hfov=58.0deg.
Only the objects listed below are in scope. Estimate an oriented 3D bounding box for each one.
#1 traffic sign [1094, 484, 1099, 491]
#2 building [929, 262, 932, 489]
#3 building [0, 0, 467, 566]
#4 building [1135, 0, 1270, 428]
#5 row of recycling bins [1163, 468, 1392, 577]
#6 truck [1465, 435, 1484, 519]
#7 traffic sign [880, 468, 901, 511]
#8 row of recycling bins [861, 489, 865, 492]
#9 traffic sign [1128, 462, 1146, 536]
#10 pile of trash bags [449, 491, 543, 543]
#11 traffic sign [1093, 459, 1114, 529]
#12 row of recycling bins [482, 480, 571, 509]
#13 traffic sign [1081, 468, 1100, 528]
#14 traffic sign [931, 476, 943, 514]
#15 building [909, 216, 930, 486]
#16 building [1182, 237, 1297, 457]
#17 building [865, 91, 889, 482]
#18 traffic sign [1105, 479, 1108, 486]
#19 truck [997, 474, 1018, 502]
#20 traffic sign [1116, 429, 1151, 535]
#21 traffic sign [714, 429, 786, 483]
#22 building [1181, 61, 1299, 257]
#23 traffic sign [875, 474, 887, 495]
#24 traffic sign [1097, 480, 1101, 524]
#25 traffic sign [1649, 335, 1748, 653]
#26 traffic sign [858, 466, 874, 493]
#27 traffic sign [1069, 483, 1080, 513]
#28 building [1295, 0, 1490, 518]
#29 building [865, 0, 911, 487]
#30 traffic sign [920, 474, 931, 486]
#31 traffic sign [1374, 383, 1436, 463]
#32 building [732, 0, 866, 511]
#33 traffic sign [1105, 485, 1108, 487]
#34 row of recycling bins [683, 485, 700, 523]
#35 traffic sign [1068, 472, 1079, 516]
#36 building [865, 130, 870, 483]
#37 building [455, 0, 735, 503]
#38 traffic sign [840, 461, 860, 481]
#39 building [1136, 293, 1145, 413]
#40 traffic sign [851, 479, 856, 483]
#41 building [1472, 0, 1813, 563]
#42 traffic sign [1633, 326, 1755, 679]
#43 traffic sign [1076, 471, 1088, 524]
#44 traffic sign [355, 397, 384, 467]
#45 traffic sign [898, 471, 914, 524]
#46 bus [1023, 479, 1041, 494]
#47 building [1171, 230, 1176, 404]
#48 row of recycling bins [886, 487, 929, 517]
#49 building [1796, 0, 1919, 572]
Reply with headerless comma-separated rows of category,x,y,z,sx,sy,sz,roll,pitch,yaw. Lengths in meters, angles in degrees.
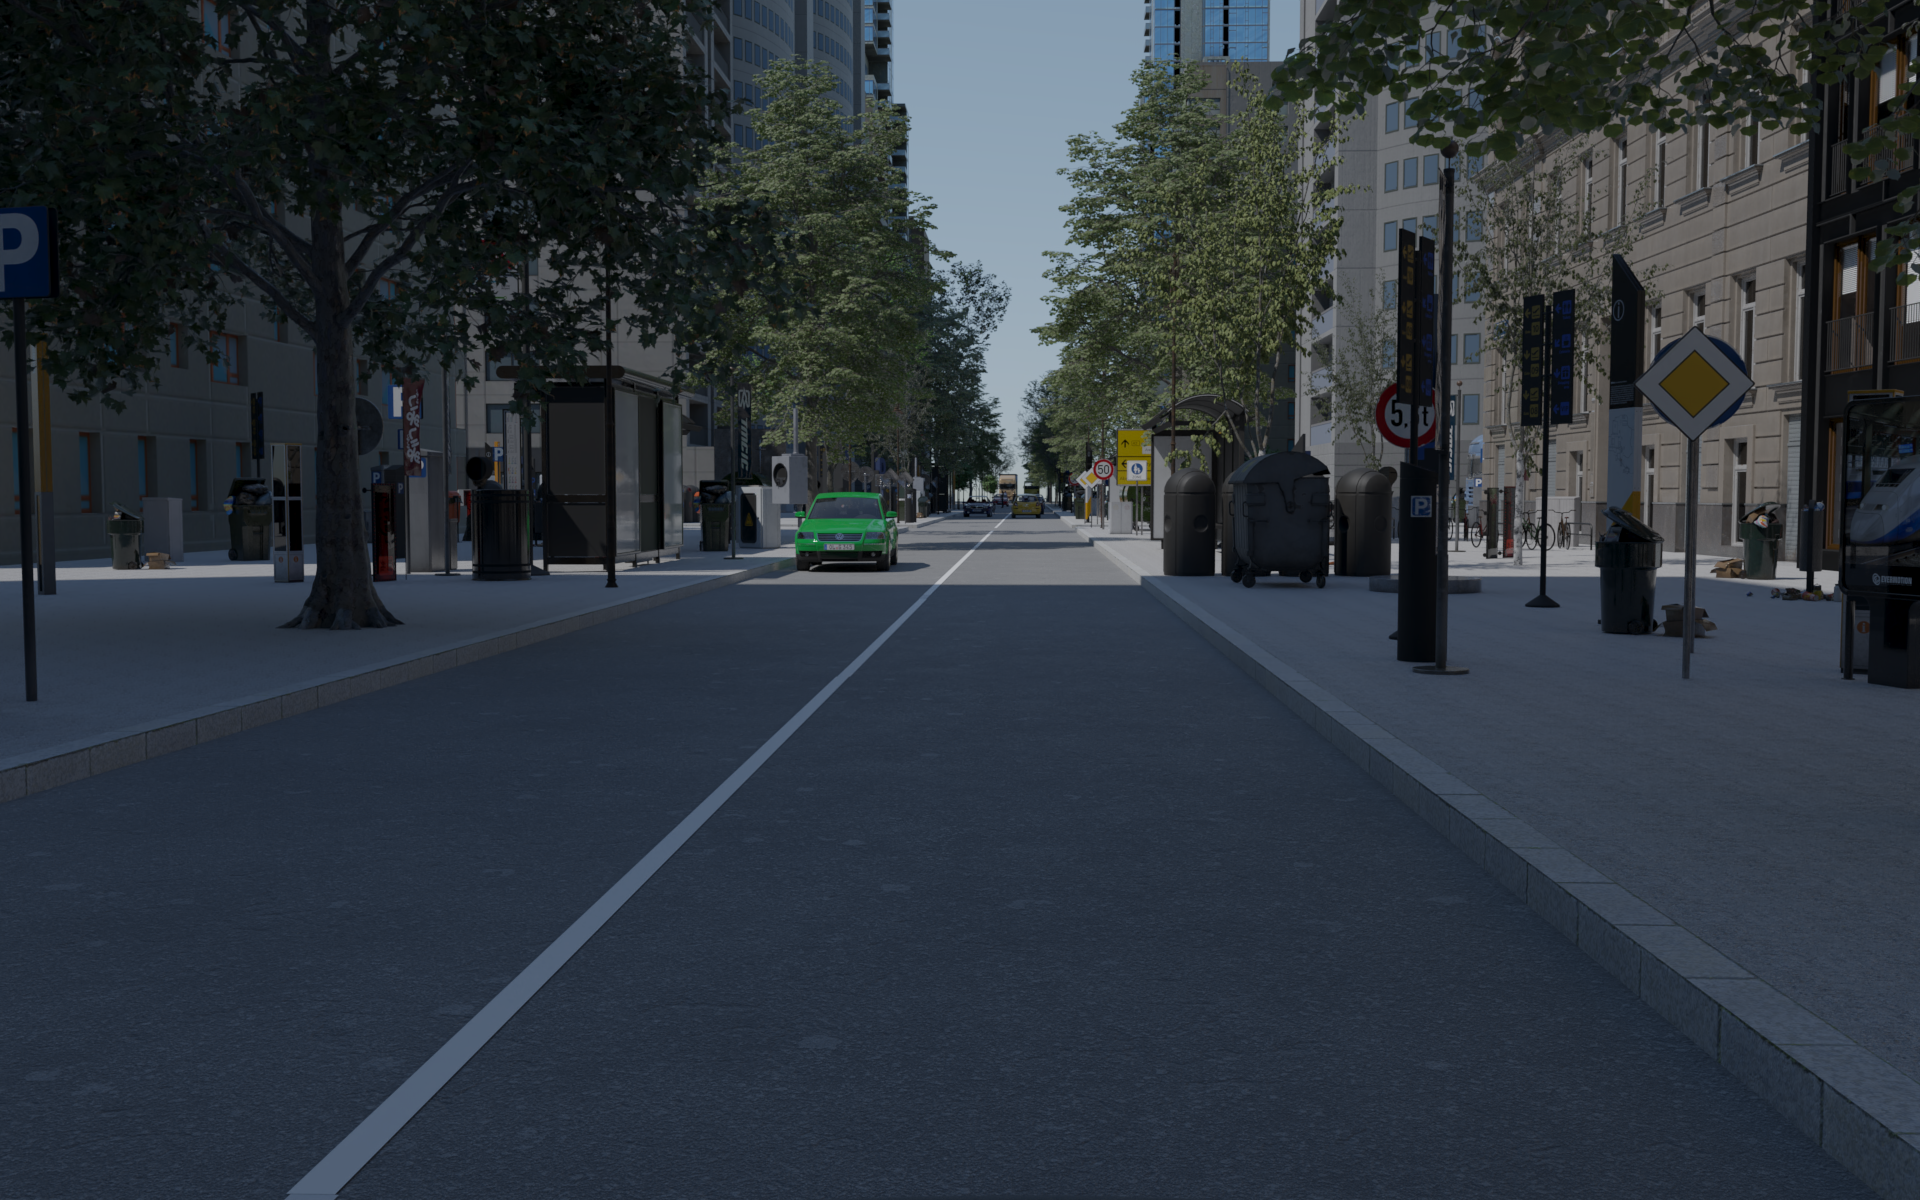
traffic sign,9.585,-7.500,122.726,0.768,2.556,0.104,0,4,8
building,-12.254,-37.495,296.628,14.154,41.232,14.086,0,4,2
building,-31.127,-12.097,42.829,28.899,21.520,27.650,0,4,2
building,36.056,-58.338,266.501,22.319,86.520,31.000,0,4,2
row of recycling bins,4.978,-1.228,27.193,3.534,1.692,1.069,0,4,3
truck,29.287,-4.870,69.381,18.799,4.110,2.967,0,4,4
traffic sign,-2.670,-3.836,66.360,0.795,2.450,0.064,0,4,2
row of recycling bins,-6.545,-8.316,143.084,3.534,1.692,1.069,-1,4,-20
traffic sign,5.465,-3.141,53.490,0.606,2.300,0.079,1,4,12
pile of trash bags,-12.777,-2.287,47.146,1.912,1.369,3.447,2,4,30
traffic sign,5.193,-3.827,62.684,0.768,2.556,0.104,1,4,9
row of recycling bins,-12.389,-2.670,50.769,3.534,1.692,1.069,0,4,-3
traffic sign,5.017,-3.816,66.029,0.795,2.450,0.064,0,4,2
traffic sign,-1.504,-6.781,112.049,0.795,2.450,0.064,1,4,12
building,-12.268,-38.653,282.079,14.600,45.320,14.200,0,4,2
building,31.096,-17.468,130.636,27.650,21.520,28.899,0,4,2
building,-19.836,-35.435,203.071,21.300,48.544,21.600,0,4,2
traffic sign,10.028,-7.060,115.532,0.768,2.556,0.104,1,4,9
truck,6.733,-15.471,241.859,2.839,4.237,11.283,0,4,3
traffic sign,6.001,-3.675,53.957,2.265,3.308,0.079,0,4,3
traffic sign,-6.537,-3.674,53.935,2.265,3.308,0.079,0,4,4
building,28.223,-29.598,167.514,14.154,41.232,14.086,0,4,2
traffic sign,-4.076,-5.339,89.425,0.606,2.300,0.079,0,4,5
traffic sign,5.799,-4.336,73.030,0.606,2.300,0.079,0,4,6
traffic sign,5.886,-0.844,13.912,0.768,2.556,0.104,1,4,10
traffic sign,-4.321,-4.835,79.152,0.768,2.556,0.104,1,4,11
traffic sign,7.599,-7.060,115.431,0.884,2.594,0.081,1,4,10
building,33.743,-33.692,92.860,28.212,58.520,21.231,0,4,2
building,-17.648,-57.847,258.462,22.319,86.520,31.000,0,4,2
traffic sign,-2.241,-6.692,109.522,0.768,2.556,0.104,0,4,7
traffic sign,4.995,-1.176,19.328,0.768,2.556,0.104,0,4,4
building,-20.709,-38.007,163.420,21.231,58.520,28.212,0,4,2
traffic sign,10.740,-7.512,122.819,0.884,2.594,0.081,0,4,7
row of recycling bins,-12.457,-4.262,76.800,1.069,1.692,3.534,1,4,11
traffic sign,6.777,-6.238,102.101,0.768,2.556,0.104,1,4,9
building,-17.273,-30.663,184.936,14.154,41.232,14.086,0,4,2
building,-21.693,-40.361,98.155,20.563,71.187,20.611,0,4,2
traffic sign,-4.234,-4.075,66.730,0.768,2.556,0.104,0,4,6
building,42.631,-36.895,295.116,32.217,40.220,23.993,0,4,2
traffic sign,-5.115,-4.884,79.965,0.768,2.556,0.104,1,4,8
building,21.474,-14.930,41.376,12.463,27.353,25.104,0,4,2
traffic sign,5.049,-0.660,11.984,0.795,2.450,0.064,1,4,8
traffic sign,5.341,-4.304,74.007,0.795,2.450,0.064,0,4,2
traffic sign,-7.961,-1.390,22.834,0.768,2.556,0.104,1,4,10
traffic sign,-2.346,-4.324,74.339,0.795,2.450,0.064,0,4,2
bus,11.550,-17.564,278.724,2.896,3.916,12.252,0,4,2
building,29.050,-25.101,182.106,14.160,30.474,14.107,0,4,2
row of recycling bins,-3.301,-5.473,96.596,3.534,1.692,1.069,-3,4,-37
building,20.269,-11.706,21.069,12.332,23.373,15.834,0,4,2
